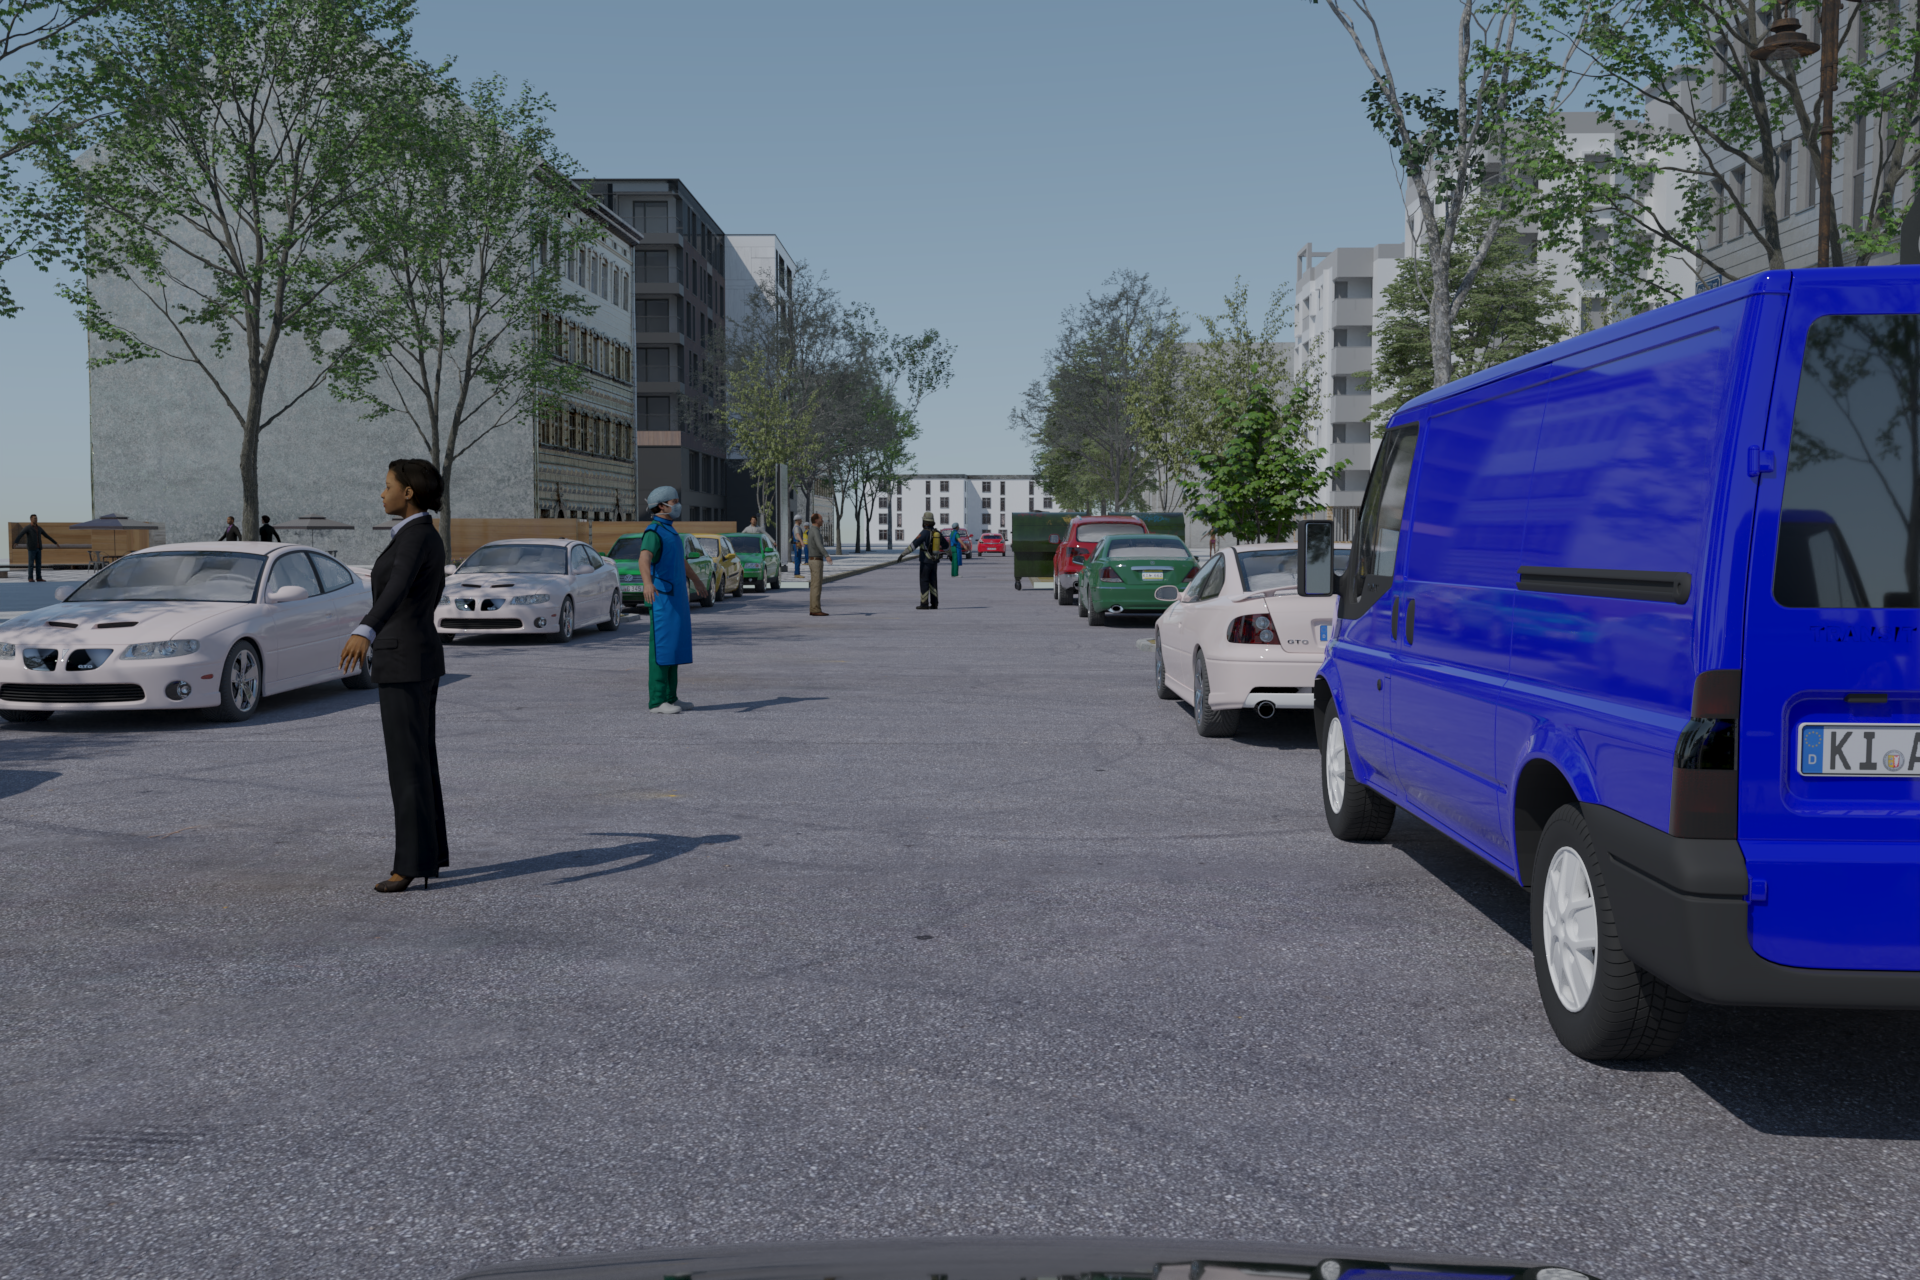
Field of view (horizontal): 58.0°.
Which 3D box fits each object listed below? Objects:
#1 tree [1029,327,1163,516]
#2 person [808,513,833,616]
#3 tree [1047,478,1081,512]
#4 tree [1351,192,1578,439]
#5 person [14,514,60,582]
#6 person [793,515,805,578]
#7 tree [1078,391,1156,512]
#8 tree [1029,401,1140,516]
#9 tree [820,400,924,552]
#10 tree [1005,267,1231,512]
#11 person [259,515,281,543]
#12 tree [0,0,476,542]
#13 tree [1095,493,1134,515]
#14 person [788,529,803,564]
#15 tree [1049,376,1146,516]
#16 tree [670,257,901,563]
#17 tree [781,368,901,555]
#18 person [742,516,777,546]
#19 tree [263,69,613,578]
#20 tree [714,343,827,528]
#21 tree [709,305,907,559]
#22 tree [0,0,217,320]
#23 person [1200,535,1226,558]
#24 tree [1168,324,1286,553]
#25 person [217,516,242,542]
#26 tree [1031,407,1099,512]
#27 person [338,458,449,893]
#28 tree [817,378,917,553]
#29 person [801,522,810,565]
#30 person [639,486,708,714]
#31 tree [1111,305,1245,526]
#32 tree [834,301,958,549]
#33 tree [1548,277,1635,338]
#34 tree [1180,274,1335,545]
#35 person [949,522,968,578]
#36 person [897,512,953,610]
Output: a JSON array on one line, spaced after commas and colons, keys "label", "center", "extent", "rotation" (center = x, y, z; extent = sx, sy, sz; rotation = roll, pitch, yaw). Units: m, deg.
[{"label": "tree", "center": [7.558, -10.847, 95.474], "extent": [7.486, 12.596, 7.792], "rotation": [0, 3, 0]}, {"label": "person", "center": [-2.487, -1.321, 30.334], "extent": [0.705, 1.796, 1.348], "rotation": [-1, 4, -17]}, {"label": "tree", "center": [9.191, -11.824, 143.691], "extent": [4.737, 8.622, 4.395], "rotation": [0, 3, 0]}, {"label": "tree", "center": [17.001, -8.577, 58.357], "extent": [7.486, 12.596, 7.792], "rotation": [0, 3, 0]}, {"label": "person", "center": [-24.777, -2.467, 46.405], "extent": [0.705, 1.821, 1.348], "rotation": [2, 4, 25]}, {"label": "person", "center": [-4.681, -2.721, 50.350], "extent": [0.705, 1.847, 1.347], "rotation": [-1, 4, -11]}, {"label": "tree", "center": [7.972, -8.498, 89.304], "extent": [4.360, 8.622, 3.978], "rotation": [0, 3, 0]}, {"label": "tree", "center": [7.799, -10.625, 108.137], "extent": [7.601, 10.594, 8.767], "rotation": [0, 4, -2]}, {"label": "tree", "center": [-6.661, -12.327, 127.298], "extent": [9.928, 11.665, 9.643], "rotation": [0, 3, 0]}, {"label": "tree", "center": [7.305, -10.310, 78.940], "extent": [12.009, 13.543, 11.850], "rotation": [0, 3, 0]}, {"label": "person", "center": [-19.293, -2.564, 48.103], "extent": [0.705, 1.806, 1.347], "rotation": [1, 4, 21]}, {"label": "tree", "center": [-11.584, -6.270, 28.271], "extent": [9.928, 11.665, 9.643], "rotation": [0, 3, 0]}, {"label": "tree", "center": [22.732, -20.128, 239.454], "extent": [12.009, 13.543, 11.850], "rotation": [0, 3, 0]}, {"label": "person", "center": [-7.036, -4.212, 75.000], "extent": [0.704, 1.812, 1.346], "rotation": [1, 4, 21]}, {"label": "tree", "center": [9.354, -12.450, 121.692], "extent": [7.486, 12.596, 7.792], "rotation": [0, 3, 0]}, {"label": "tree", "center": [-7.700, -10.213, 77.352], "extent": [12.009, 13.543, 11.850], "rotation": [0, 3, 0]}, {"label": "tree", "center": [-7.326, -10.965, 105.026], "extent": [9.928, 11.665, 9.643], "rotation": [0, 3, 0]}, {"label": "person", "center": [-5.988, -2.700, 50.329], "extent": [1.347, 1.806, 0.705], "rotation": [0, 4, -5]}, {"label": "tree", "center": [-11.777, -6.944, 39.283], "extent": [9.928, 11.665, 9.643], "rotation": [0, 3, 0]}, {"label": "tree", "center": [-7.483, -7.185, 67.841], "extent": [4.737, 8.622, 4.395], "rotation": [0, 3, 0]}, {"label": "tree", "center": [-7.957, -10.984, 89.956], "extent": [12.009, 13.543, 11.850], "rotation": [0, 3, 0]}, {"label": "tree", "center": [-11.796, -5.682, 18.650], "extent": [9.928, 11.665, 9.643], "rotation": [0, 3, 0]}, {"label": "person", "center": [12.172, -4.683, 83.366], "extent": [1.217, 1.733, 0.721], "rotation": [0, 4, 4]}, {"label": "tree", "center": [9.433, -6.806, 61.645], "extent": [4.737, 8.622, 4.395], "rotation": [0, 3, 0]}, {"label": "person", "center": [-21.199, -2.699, 50.352], "extent": [1.346, 1.802, 0.704], "rotation": [3, 4, 36]}, {"label": "tree", "center": [9.214, -12.697, 133.354], "extent": [9.928, 11.665, 9.643], "rotation": [0, 3, 0]}, {"label": "person", "center": [-2.310, 0.131, 7.043], "extent": [0.721, 1.740, 1.216], "rotation": [0, 4, -6]}, {"label": "tree", "center": [-6.802, -11.624, 115.809], "extent": [9.928, 11.665, 9.643], "rotation": [0, 3, 0]}, {"label": "person", "center": [-6.413, -3.980, 71.538], "extent": [0.721, 1.772, 1.216], "rotation": [-1, 4, -22]}, {"label": "person", "center": [-2.341, -0.328, 13.941], "extent": [0.704, 1.817, 1.347], "rotation": [1, 4, 9]}, {"label": "tree", "center": [6.783, -6.441, 55.674], "extent": [4.737, 8.622, 4.395], "rotation": [0, 3, 0]}, {"label": "tree", "center": [-7.299, -17.591, 143.496], "extent": [12.611, 20.169, 13.585], "rotation": [0, 3, 0]}, {"label": "tree", "center": [18.361, -6.017, 48.735], "extent": [4.737, 8.622, 4.395], "rotation": [0, 3, 0]}, {"label": "tree", "center": [8.534, -6.096, 50.033], "extent": [4.737, 8.622, 4.395], "rotation": [0, 3, 0]}, {"label": "person", "center": [-0.113, -2.965, 57.069], "extent": [0.704, 1.817, 1.347], "rotation": [-2, 4, -23]}, {"label": "person", "center": [-0.612, -1.508, 32.891], "extent": [1.354, 1.856, 0.705], "rotation": [-3, 5, -42]}]
